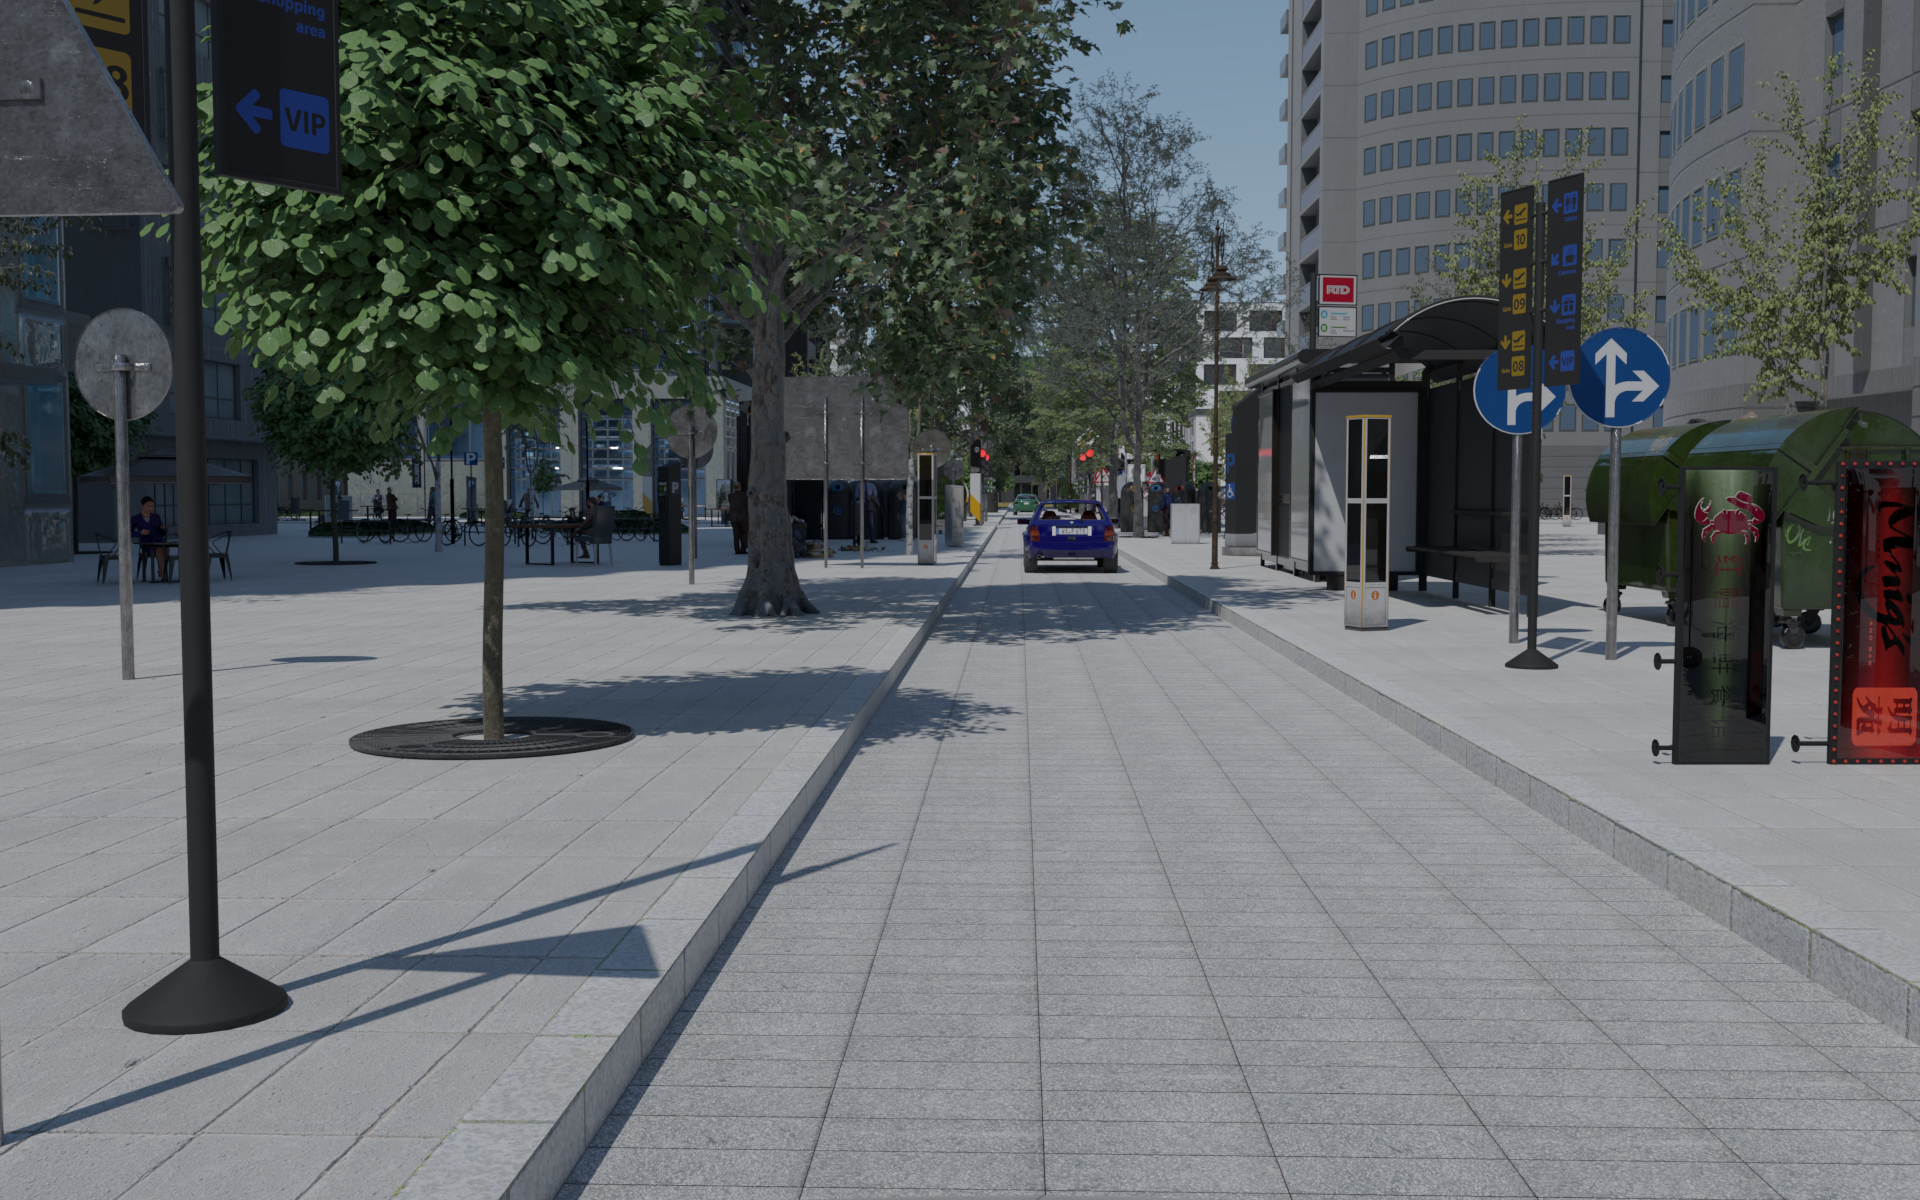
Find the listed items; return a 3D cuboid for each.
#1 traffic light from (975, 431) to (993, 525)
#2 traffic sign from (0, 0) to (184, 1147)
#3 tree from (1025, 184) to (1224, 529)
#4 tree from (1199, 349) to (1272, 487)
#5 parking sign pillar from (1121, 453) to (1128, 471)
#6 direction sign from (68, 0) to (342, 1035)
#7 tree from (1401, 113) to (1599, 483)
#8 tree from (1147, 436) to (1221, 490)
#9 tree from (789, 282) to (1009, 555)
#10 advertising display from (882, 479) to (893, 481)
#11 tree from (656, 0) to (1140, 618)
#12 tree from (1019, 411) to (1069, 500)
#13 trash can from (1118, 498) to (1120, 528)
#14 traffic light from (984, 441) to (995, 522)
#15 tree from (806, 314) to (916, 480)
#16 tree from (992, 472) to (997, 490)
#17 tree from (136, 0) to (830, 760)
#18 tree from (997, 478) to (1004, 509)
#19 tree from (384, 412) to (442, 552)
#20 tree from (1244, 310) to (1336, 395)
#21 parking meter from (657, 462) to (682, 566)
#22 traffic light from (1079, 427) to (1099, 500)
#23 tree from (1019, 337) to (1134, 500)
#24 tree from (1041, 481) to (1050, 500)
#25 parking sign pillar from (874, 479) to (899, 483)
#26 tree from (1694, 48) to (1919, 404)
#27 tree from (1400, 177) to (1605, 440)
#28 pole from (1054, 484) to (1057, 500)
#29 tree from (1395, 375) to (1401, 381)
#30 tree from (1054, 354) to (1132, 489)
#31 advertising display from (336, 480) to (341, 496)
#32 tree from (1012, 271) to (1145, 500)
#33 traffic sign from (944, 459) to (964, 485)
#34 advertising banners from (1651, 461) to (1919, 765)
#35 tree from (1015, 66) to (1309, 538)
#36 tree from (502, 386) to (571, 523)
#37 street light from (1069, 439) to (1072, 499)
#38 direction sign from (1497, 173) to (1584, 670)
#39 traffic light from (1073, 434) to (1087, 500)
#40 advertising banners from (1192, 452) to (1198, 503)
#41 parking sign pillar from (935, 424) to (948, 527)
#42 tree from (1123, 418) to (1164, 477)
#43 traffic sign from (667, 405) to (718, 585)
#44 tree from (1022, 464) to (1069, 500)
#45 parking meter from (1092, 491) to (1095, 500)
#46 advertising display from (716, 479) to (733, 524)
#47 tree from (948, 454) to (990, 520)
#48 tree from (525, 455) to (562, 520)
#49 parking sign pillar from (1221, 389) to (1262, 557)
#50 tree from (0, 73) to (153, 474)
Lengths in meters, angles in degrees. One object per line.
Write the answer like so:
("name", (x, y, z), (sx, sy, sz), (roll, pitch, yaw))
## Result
("traffic light", (0.955, -5.113, 72.512), (0.839, 4.253, 0.868), (0, 4, 2))
("traffic sign", (-1.915, -0.203, 3.329), (0.884, 2.594, 0.081), (0, 4, 7))
("tree", (6.079, -8.923, 64.023), (7.486, 12.596, 7.792), (0, 3, 0))
("tree", (14.309, -8.465, 88.763), (4.737, 8.622, 4.395), (0, 3, 0))
("parking sign pillar", (10.967, -7.640, 113.391), (1.447, 3.967, 1.447), (2, 4, 30))
("direction sign", (-1.867, -0.745, 4.182), (0.379, 3.537, 0.876), (2, 4, 33))
("tree", (11.489, -5.146, 34.507), (4.737, 8.622, 4.395), (0, 3, 0))
("tree", (12.240, -6.986, 97.929), (4.285, 4.588, 4.351), (0, 3, 0))
("tree", (-1.040, -5.260, 36.360), (4.737, 8.622, 4.395), (0, 3, 0))
("advertising display", (-3.624, -4.826, 84.119), (0.974, 1.923, 0.123), (2, 4, 34))
("tree", (-2.041, -6.180, 18.046), (9.611, 12.733, 9.660), (0, 3, 0))
("tree", (11.238, -18.590, 210.595), (9.857, 13.997, 8.962), (0, 3, 0))
("trash can", (6.176, -3.345, 66.346), (0.748, 1.137, 0.748), (0, 3, 0))
("traffic light", (1.228, -5.601, 80.492), (0.839, 4.253, 0.868), (0, 4, 2))
("tree", (-3.254, -6.783, 61.272), (4.360, 8.622, 3.978), (0, 3, 0))
("tree", (1.368, -8.391, 131.793), (1.663, 3.219, 1.824), (0, 3, 0))
("tree", (-2.384, -1.537, 8.837), (4.285, 4.588, 4.351), (0, 3, 0))
("tree", (3.084, -9.491, 149.780), (1.663, 3.219, 1.824), (0, 3, 0))
("tree", (-11.896, -5.389, 38.480), (4.737, 8.622, 4.395), (0, 3, 0))
("tree", (13.402, -7.271, 69.242), (4.360, 8.622, 3.978), (0, 3, 0))
("parking meter", (-5.212, -1.552, 31.082), (0.255, 1.863, 0.399), (2, 4, 33))
("traffic light", (5.394, -5.104, 72.376), (0.839, 4.253, 0.868), (0, 4, 2))
("tree", (7.494, -11.127, 107.679), (9.928, 11.665, 9.643), (0, 3, 0))
("tree", (11.796, -17.244, 232.302), (4.737, 8.622, 4.395), (0, 3, 0))
("parking sign pillar", (-3.370, -5.639, 80.674), (1.447, 3.967, 1.447), (-3, 5, -44))
("tree", (14.032, -4.795, 28.762), (4.737, 8.622, 4.395), (0, 3, 0))
("tree", (12.460, -5.472, 39.833), (4.360, 8.622, 3.978), (0, 3, 0))
("pole", (8.468, -9.754, 153.327), (0.158, 3.312, 0.155), (0, 3, 0))
("tree", (16.187, -6.578, 57.916), (4.737, 8.622, 4.395), (0, 3, 0))
("tree", (6.848, -8.465, 88.769), (4.360, 8.622, 3.978), (0, 3, 0))
("advertising display", (-29.466, -4.682, 81.765), (0.123, 1.923, 0.974), (0, 4, 2))
("tree", (9.757, -16.686, 128.712), (12.611, 20.169, 13.585), (0, 3, 0))
("traffic sign", (-0.232, -3.853, 63.105), (0.768, 2.556, 0.104), (1, 4, 12))
("advertising banners", (4.332, -0.731, 8.132), (2.074, 3.025, 0.090), (0, 4, 0))
("tree", (5.106, -8.568, 50.462), (12.009, 13.543, 11.850), (0, 3, 0))
("tree", (-15.658, -6.882, 62.890), (4.360, 8.622, 3.978), (0, 3, 0))
("street light", (7.230, -8.581, 113.093), (0.468, 5.910, 1.993), (0, 4, 2))
("direction sign", (4.228, -1.267, 12.706), (0.379, 3.537, 0.876), (-1, 4, -21))
("traffic light", (5.667, -5.592, 80.357), (0.839, 4.253, 0.868), (0, 4, 2))
("advertising banners", (9.903, -4.637, 72.002), (0.090, 3.025, 2.074), (0, 4, -5))
("parking sign pillar", (-0.960, -4.821, 67.293), (1.447, 3.967, 1.447), (-2, 4, -29))
("tree", (15.809, -12.265, 150.891), (4.737, 8.622, 4.395), (0, 3, 0))
("traffic sign", (-3.809, -1.493, 24.515), (0.768, 2.556, 0.104), (1, 4, 9))
("tree", (11.314, -17.571, 221.703), (7.601, 10.594, 8.767), (1, 4, 13))
("parking meter", (9.890, -7.252, 126.984), (0.372, 1.533, 0.369), (0, 3, 0))
("advertising display", (-10.012, -4.185, 73.636), (0.974, 1.923, 0.123), (3, 5, 43))
("tree", (0.335, -5.595, 86.078), (1.663, 3.219, 1.824), (0, 3, 0))
("tree", (-20.112, -5.444, 83.608), (1.663, 3.219, 1.824), (0, 3, 0))
("parking sign pillar", (6.205, -2.916, 36.157), (1.447, 3.967, 1.447), (-1, 4, -23))
("tree", (-11.454, -4.190, 18.862), (4.360, 8.622, 3.978), (0, 3, 0))
